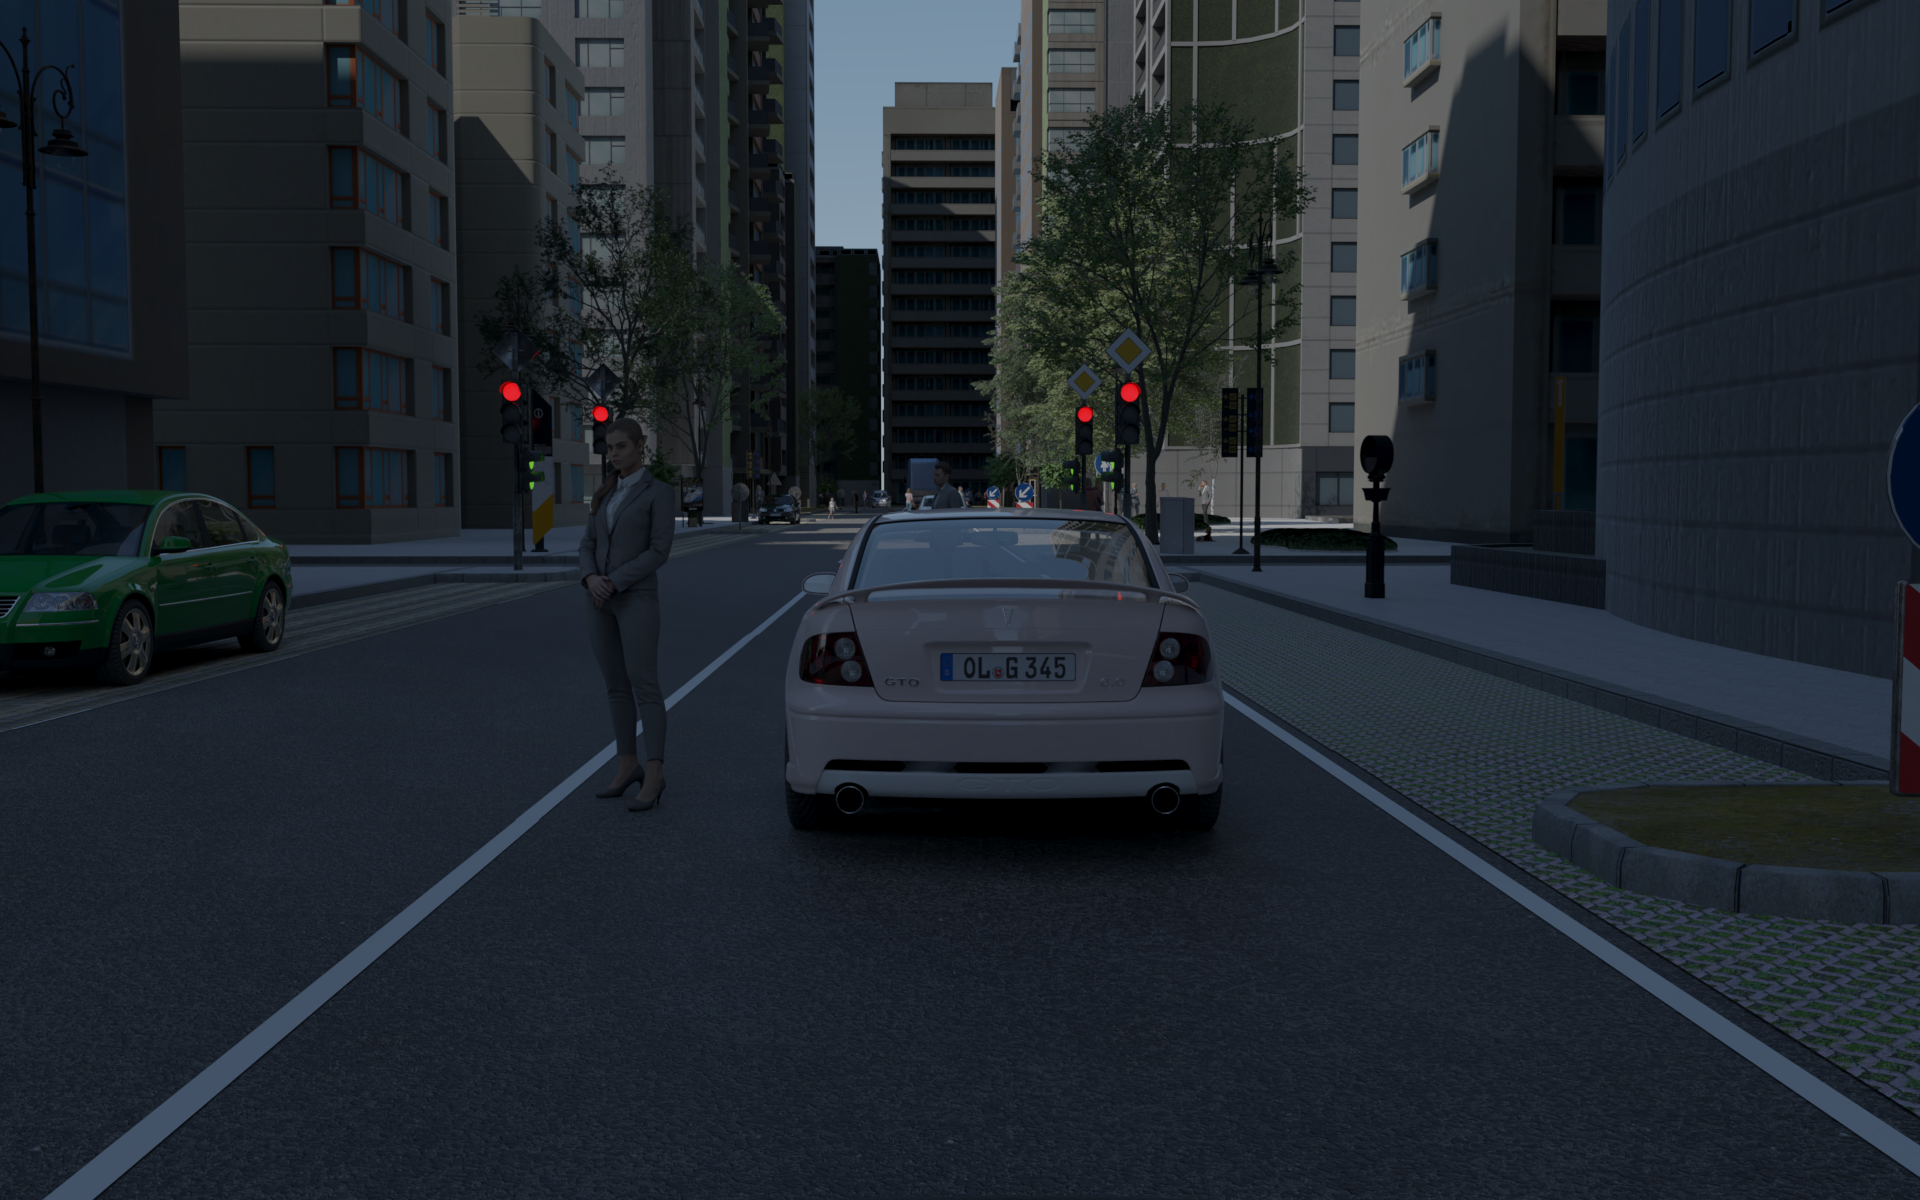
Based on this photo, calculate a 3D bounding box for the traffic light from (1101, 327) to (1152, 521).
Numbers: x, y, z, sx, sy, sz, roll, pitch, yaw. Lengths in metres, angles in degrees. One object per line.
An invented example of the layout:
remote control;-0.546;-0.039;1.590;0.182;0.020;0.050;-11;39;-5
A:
traffic light;2.822;-2.472;29.341;0.839;4.253;0.868;0;4;-1

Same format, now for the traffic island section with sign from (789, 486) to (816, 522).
traffic island section with sign;-8.433;-4.915;88.995;1.989;1.847;2.006;0;4;-1

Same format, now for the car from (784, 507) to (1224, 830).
car;0.189;0.219;8.782;2.083;1.381;4.827;0;4;0

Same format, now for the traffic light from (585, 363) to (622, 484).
traffic light;-7.607;-2.946;37.089;0.839;4.253;0.868;0;4;-1

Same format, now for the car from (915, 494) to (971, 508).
car;-0.577;-3.160;61.449;2.009;1.686;4.222;0;4;-2

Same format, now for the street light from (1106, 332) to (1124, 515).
street light;4.470;-4.697;49.589;0.468;5.910;1.993;0;4;-1

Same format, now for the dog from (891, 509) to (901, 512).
dog;-3.900;-5.273;105.507;0.540;0.507;0.406;-2;4;-35

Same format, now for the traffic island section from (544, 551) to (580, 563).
traffic island section;-7.648;-0.914;37.223;2.009;0.180;2.903;0;4;-1

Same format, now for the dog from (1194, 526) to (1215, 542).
dog;6.527;-1.766;46.604;0.748;0.427;0.550;1;4;8

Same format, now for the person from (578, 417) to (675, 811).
person;-1.590;0.044;8.058;0.520;1.790;0.573;1;4;13

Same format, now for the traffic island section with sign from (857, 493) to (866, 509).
traffic island section with sign;-10.081;-9.666;166.664;1.989;1.847;2.006;0;4;-1

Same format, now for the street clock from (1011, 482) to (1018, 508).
street clock;3.372;-6.271;107.099;0.471;2.002;0.358;-3;5;-44

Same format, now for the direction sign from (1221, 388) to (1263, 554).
direction sign;6.013;-2.749;36.946;0.876;3.537;0.379;0;4;2

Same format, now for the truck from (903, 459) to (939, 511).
truck;-2.460;-8.288;125.275;2.967;4.110;18.799;0;4;-3

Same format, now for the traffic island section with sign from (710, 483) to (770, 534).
traffic island section with sign;-7.849;-3.267;62.046;1.989;1.847;2.006;0;4;-1

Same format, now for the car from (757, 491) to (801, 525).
car;-8.474;-4.374;81.304;2.009;1.686;4.222;0;4;0

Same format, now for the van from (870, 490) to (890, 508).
van;-8.074;-10.293;175.305;2.013;2.044;4.112;0;4;-3

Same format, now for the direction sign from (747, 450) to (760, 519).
direction sign;-10.680;-5.968;89.574;0.379;3.537;0.876;3;5;41

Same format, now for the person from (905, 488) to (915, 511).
person;-2.873;-5.501;99.032;0.593;1.750;0.643;2;4;23

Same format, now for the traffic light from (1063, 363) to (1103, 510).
traffic light;2.651;-2.960;37.324;0.839;4.253;0.868;0;4;-1

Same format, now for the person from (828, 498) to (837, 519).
person;-7.205;-5.176;98.138;0.505;1.210;0.382;-1;4;-15

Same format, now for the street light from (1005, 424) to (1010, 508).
street light;3.160;-8.508;111.890;0.468;5.910;1.993;0;4;-1

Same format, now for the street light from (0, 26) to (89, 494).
street light;-9.250;-2.723;17.302;0.468;5.910;1.993;0;4;-1

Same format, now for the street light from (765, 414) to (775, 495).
street light;-10.999;-7.794;100.221;0.468;5.910;1.993;0;4;-1

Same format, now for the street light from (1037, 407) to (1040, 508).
street light;3.659;-6.592;80.563;0.468;5.910;1.993;0;4;-1

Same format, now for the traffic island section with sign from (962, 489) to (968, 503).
traffic island section with sign;-0.073;-9.646;166.340;1.989;1.847;2.006;0;4;-1

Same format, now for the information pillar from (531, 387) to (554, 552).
information pillar;-9.235;-2.868;38.245;0.504;3.616;0.183;-3;5;-42

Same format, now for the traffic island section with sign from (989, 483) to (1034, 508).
traffic island section with sign;2.165;-3.275;62.167;1.989;1.847;2.006;0;4;-1

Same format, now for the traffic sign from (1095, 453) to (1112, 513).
traffic sign;4.330;-3.104;50.855;0.768;2.556;0.104;0;4;2

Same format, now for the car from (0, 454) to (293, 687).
car;-7.037;-0.332;14.220;1.959;1.807;4.718;0;4;-1

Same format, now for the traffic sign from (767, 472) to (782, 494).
traffic sign;-10.983;-6.270;102.513;0.884;2.594;0.081;0;3;0

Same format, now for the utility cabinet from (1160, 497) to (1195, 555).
utility cabinet;4.664;-1.592;37.183;0.306;1.237;1.020;-1;4;-23

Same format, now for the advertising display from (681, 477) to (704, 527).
advertising display;-10.340;-3.772;66.883;0.974;1.923;0.123;-3;5;-43

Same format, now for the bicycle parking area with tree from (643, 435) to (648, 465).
bicycle parking area with tree;-17.920;-5.933;84.013;8.231;4.147;9.016;0;4;5

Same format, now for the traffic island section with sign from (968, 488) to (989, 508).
traffic island section with sign;1.582;-4.951;89.583;1.989;1.847;2.006;0;4;-1

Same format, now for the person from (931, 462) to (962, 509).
person;-0.261;-0.685;19.902;0.583;1.804;0.606;-2;4;-28

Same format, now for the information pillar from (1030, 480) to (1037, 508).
information pillar;3.739;-5.114;88.109;0.304;2.012;0.304;1;4;22

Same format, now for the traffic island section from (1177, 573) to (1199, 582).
traffic island section;2.862;-0.439;29.455;2.009;0.180;2.903;0;4;-1

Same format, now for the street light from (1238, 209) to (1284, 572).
street light;4.912;-3.406;28.468;0.468;5.910;1.993;0;4;-1

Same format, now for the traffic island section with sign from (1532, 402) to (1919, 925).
traffic island section with sign;3.357;0.120;6.673;1.989;1.847;2.006;0;4;-1

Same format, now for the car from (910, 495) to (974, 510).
car;-0.521;-2.513;53.085;2.014;1.417;4.499;0;4;-1

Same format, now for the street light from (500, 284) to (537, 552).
street light;-9.741;-4.011;38.368;0.468;5.910;1.993;0;4;-1

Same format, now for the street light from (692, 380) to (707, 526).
street light;-10.368;-5.885;69.008;0.468;5.910;1.993;0;4;-1

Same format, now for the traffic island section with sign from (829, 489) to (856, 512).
traffic island section with sign;-9.497;-7.973;138.988;1.989;1.847;2.006;0;4;-1

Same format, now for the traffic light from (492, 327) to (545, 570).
traffic light;-7.437;-2.458;29.106;0.839;4.253;0.868;0;4;-1

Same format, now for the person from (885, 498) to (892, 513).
person;-4.420;-5.692;106.584;0.505;1.210;0.382;3;4;37

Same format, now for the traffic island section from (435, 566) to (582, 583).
traffic island section;-7.477;-0.426;29.240;2.009;0.180;2.903;0;4;-1

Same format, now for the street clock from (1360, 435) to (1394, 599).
street clock;5.117;-1.024;21.312;0.358;2.002;0.471;-1;4;-13
